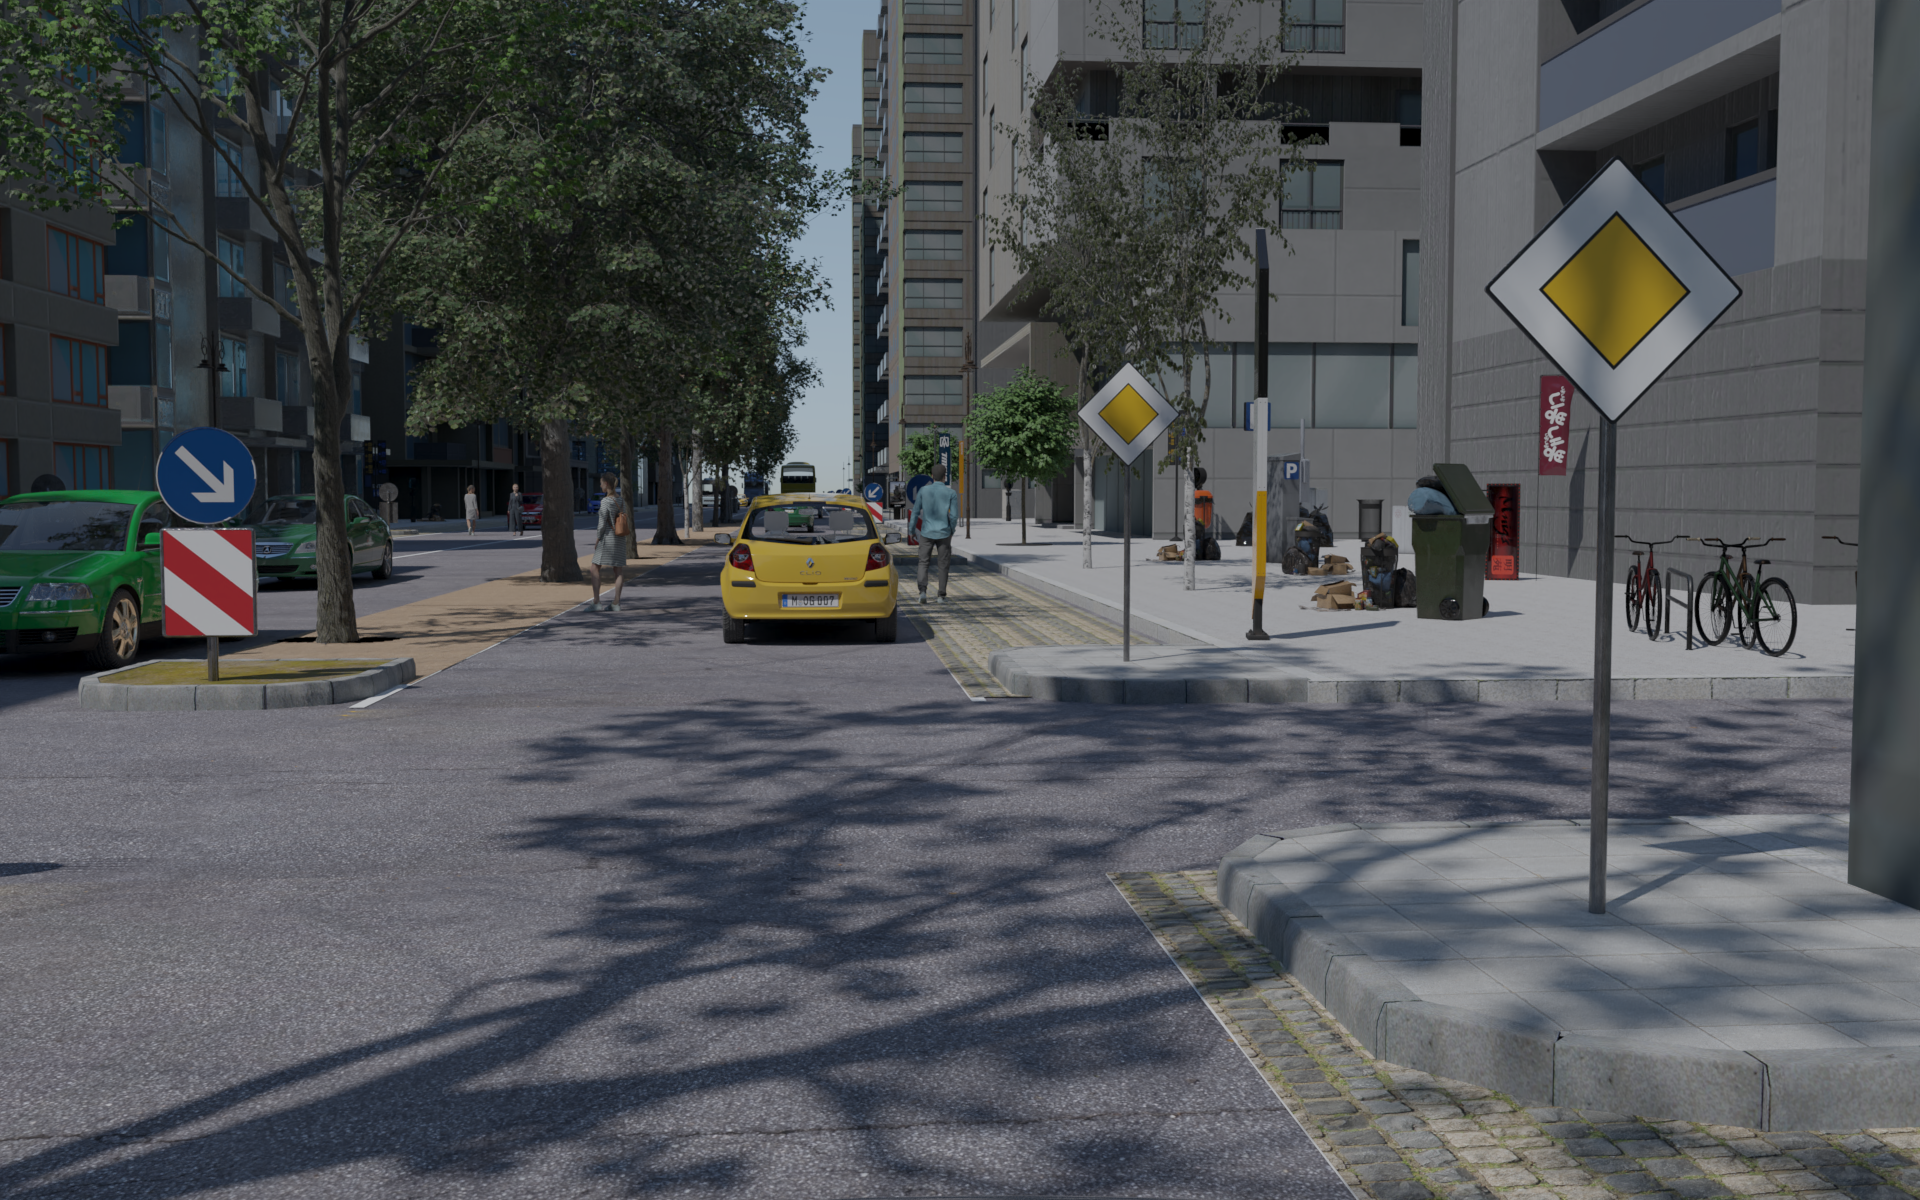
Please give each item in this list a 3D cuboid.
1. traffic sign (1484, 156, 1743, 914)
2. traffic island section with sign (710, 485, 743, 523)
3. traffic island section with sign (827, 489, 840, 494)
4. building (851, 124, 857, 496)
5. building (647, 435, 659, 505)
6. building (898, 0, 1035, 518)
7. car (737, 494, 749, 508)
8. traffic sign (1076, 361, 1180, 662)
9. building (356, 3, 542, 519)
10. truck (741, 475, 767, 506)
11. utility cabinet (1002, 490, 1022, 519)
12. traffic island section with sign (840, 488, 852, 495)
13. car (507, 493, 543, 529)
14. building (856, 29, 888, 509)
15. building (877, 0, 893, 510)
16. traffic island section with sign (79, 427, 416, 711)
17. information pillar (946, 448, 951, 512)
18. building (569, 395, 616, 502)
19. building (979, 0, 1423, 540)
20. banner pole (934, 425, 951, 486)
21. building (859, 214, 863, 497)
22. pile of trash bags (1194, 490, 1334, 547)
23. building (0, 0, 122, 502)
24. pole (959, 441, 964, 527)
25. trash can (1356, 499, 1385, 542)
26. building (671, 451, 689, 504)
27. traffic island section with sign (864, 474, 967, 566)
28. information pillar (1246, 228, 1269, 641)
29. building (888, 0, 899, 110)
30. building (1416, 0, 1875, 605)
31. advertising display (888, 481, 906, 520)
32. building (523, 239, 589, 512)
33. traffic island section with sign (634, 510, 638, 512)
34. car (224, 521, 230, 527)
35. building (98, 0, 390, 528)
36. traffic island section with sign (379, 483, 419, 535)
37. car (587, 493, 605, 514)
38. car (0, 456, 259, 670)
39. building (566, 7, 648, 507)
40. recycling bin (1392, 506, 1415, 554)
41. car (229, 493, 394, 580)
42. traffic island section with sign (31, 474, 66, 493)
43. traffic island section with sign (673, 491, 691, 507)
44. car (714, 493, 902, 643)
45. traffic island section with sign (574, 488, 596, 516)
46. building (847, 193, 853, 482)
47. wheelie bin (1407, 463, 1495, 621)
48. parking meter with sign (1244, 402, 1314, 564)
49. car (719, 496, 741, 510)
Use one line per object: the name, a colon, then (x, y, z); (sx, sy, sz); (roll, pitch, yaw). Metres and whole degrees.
traffic sign: (1.950, -0.098, 5.245); (0.795, 2.450, 0.064); (0, 4, -5)
traffic island section with sign: (-11.544, -4.839, 87.261); (2.006, 1.907, 1.989); (0, 4, -5)
traffic island section with sign: (-9.803, -8.007, 139.549); (1.989, 1.847, 2.006); (0, 4, -5)
building: (-5.161, -31.286, 195.120); (14.154, 41.232, 14.086); (0, 4, -5)
building: (-43.045, -34.111, 207.822); (14.600, 45.320, 14.200); (0, 4, -5)
building: (3.474, -25.313, 97.456); (14.154, 41.232, 14.086); (0, 4, -5)
car: (-23.413, -10.625, 183.936); (2.015, 1.641, 3.980); (0, 4, -6)
traffic sign: (1.272, -0.585, 13.202); (0.795, 2.450, 0.064); (0, 4, -5)
building: (-36.415, -27.199, 99.331); (22.147, 44.769, 28.867); (0, 4, -5)
truck: (-25.344, -13.746, 214.500); (2.967, 4.110, 18.799); (0, 4, -6)
utility cabinet: (2.616, -4.763, 86.560); (0.318, 1.500, 1.173); (3, 5, 43)
traffic island section with sign: (-3.259, -3.317, 62.854); (1.989, 1.847, 2.006); (0, 4, -5)
car: (-17.153, -3.732, 70.055); (2.155, 1.783, 4.494); (0, 4, -5)
building: (-1.885, -28.963, 157.134); (14.154, 41.232, 14.086); (0, 4, -5)
building: (4.937, -31.533, 135.165); (23.786, 49.044, 30.456); (0, 4, -5)
traffic island section with sign: (-5.156, -0.260, 12.393); (2.006, 1.907, 1.989); (0, 4, -5)
information pillar: (-0.618, -5.026, 73.534); (0.504, 3.616, 0.183); (1, 4, 22)
building: (-46.187, -27.781, 146.103); (32.217, 40.220, 23.993); (0, 4, -5)
building: (15.276, -28.876, 61.355); (28.713, 52.752, 27.495); (0, 4, -5)
banner pole: (-0.701, -4.456, 62.879); (0.863, 3.779, 0.401); (2, 4, 31)
building: (-3.500, -25.042, 181.142); (14.160, 30.474, 14.107); (0, 4, -5)
pile of trash bags: (7.263, -1.984, 42.187); (3.447, 1.369, 1.912); (0, 4, -7)
building: (-33.703, -11.170, 27.667); (27.650, 21.520, 28.899); (0, 4, -5)
pole: (0.053, -4.453, 66.650); (0.158, 3.312, 0.155); (0, 3, 0)
trash can: (10.991, -2.126, 46.406); (0.748, 1.137, 0.748); (0, 3, 0)
building: (-44.739, -33.797, 236.183); (14.154, 41.232, 14.086); (0, 4, -5)
traffic island section with sign: (-0.924, -1.638, 35.413); (1.989, 1.847, 2.006); (0, 4, -5)
information pillar: (2.626, -1.455, 15.147); (0.183, 3.616, 0.504); (0, 4, 5)
building: (2.570, -28.262, 112.200); (14.600, 45.320, 14.200); (0, 4, -5)
building: (23.414, -29.473, 23.883); (28.212, 58.520, 21.231); (0, 4, -5)
advertising display: (-3.109, -4.913, 85.548); (0.974, 1.923, 0.123); (-3, 4, -36)
building: (-37.832, -41.901, 123.340); (20.563, 71.187, 20.611); (0, 4, -5)
traffic island section with sign: (-26.681, -7.909, 137.941); (1.989, 1.847, 2.006); (0, 4, -5)
car: (-13.237, -0.990, 27.992); (2.131, 1.459, 4.920); (0, 4, -6)
building: (-36.605, -27.350, 66.773); (23.786, 49.044, 30.456); (0, 4, -5)
traffic island section with sign: (-20.109, -3.186, 60.726); (1.989, 1.847, 2.006); (0, 4, -5)
car: (-25.114, -6.851, 121.603); (1.945, 1.707, 3.694); (0, 4, -4)
car: (-7.781, -0.407, 15.451); (1.959, 1.807, 4.718); (0, 4, -4)
building: (-44.291, -53.240, 183.147); (22.319, 86.520, 31.000); (0, 4, -5)
recycling bin: (9.781, -1.507, 37.197); (0.722, 1.027, 0.722); (-3, 4, -39)
car: (-10.373, -0.972, 27.683); (2.131, 1.459, 4.920); (0, 4, -6)
traffic island section with sign: (-17.796, -1.517, 33.428); (1.989, 1.847, 2.006); (0, 4, -5)
traffic island section with sign: (-31.446, -11.324, 193.773); (1.989, 1.847, 2.006); (0, 4, -5)
car: (-1.581, -0.482, 18.110); (2.015, 1.641, 3.980); (0, 4, -5)
traffic island section with sign: (-24.403, -6.266, 111.082); (1.989, 1.847, 2.006); (0, 4, -5)
building: (-3.190, -37.474, 232.307); (23.786, 49.044, 30.456); (0, 4, -5)
wheelie bin: (5.020, -0.607, 17.825); (0.980, 1.594, 0.693); (-3, 5, -45)
parking meter with sign: (5.954, -2.196, 32.164); (0.543, 3.016, 1.738); (-1, 4, -22)
car: (-20.507, -8.844, 154.382); (2.009, 1.686, 4.222); (0, 4, -6)
